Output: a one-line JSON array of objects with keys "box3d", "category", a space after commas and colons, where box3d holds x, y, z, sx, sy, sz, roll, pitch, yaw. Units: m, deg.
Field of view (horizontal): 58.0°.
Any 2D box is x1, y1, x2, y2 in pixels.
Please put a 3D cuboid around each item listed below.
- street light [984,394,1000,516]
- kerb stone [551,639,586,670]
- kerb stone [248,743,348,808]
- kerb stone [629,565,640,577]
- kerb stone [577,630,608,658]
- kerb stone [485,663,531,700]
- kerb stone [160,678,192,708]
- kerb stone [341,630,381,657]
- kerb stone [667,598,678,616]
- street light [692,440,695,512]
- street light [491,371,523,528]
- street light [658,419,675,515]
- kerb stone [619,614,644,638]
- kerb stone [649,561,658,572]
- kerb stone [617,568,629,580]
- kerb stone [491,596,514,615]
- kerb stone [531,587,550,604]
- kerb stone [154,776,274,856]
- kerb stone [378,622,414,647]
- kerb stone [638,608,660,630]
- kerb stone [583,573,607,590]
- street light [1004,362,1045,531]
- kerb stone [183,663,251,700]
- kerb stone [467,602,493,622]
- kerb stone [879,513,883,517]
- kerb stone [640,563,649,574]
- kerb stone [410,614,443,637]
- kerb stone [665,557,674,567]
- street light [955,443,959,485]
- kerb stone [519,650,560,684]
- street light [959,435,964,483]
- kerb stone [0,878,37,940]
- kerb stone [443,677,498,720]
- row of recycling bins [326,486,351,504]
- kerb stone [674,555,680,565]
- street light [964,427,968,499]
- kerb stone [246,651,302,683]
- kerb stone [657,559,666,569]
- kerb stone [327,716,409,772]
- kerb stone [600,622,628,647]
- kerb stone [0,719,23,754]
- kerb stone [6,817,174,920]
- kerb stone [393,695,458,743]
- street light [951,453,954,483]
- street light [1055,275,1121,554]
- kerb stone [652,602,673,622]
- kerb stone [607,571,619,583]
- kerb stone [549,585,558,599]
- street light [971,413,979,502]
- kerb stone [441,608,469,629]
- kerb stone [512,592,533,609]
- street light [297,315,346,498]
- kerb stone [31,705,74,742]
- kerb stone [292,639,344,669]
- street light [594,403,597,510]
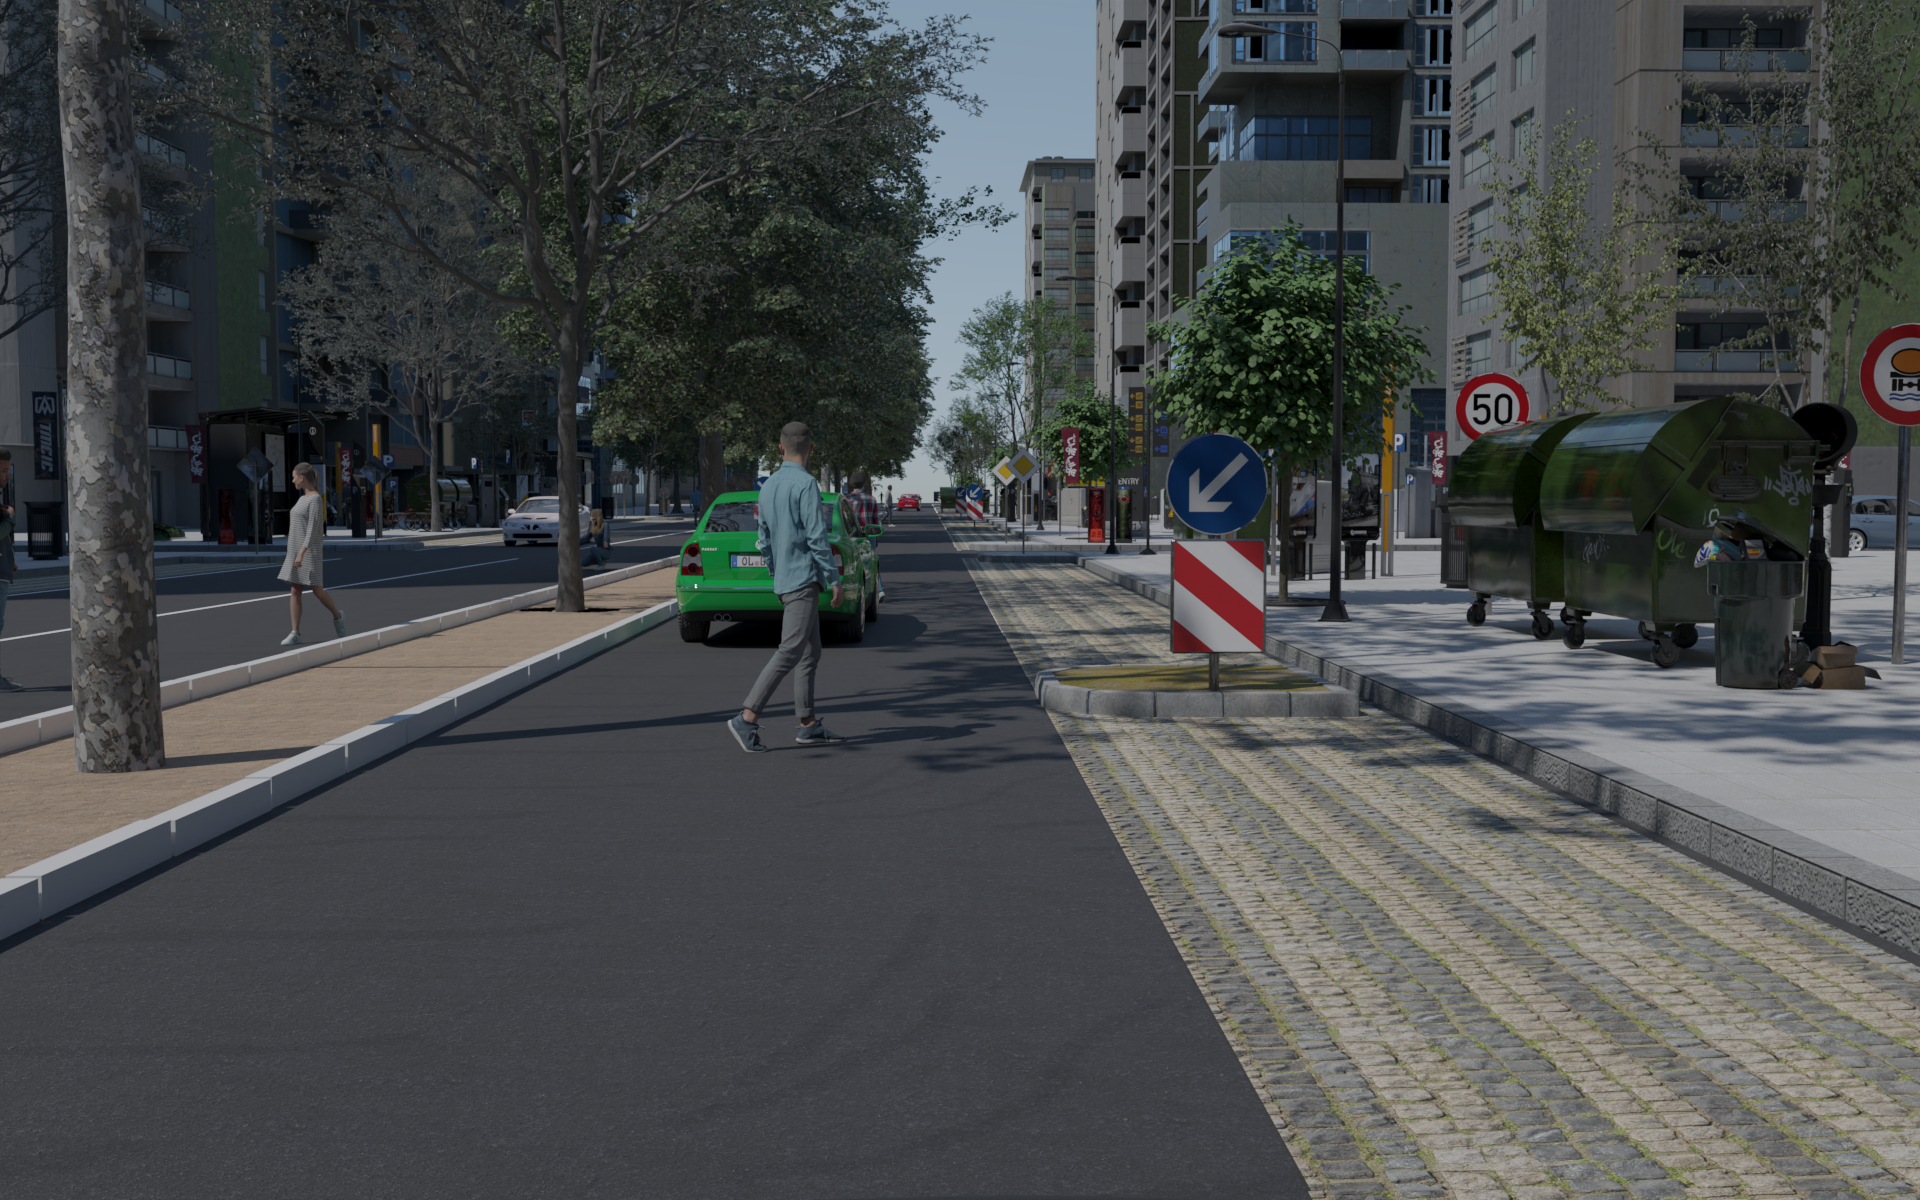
[{"box3d": [1.962, -6.598, 80.414, 1.470, 5.913, 1.316, 0, 4, -1], "category": "street light"}, {"box3d": [-3.315, 0.469, 14.530, 0.120, 0.150, 1.000, 0, 4, -1], "category": "kerb stone"}, {"box3d": [-3.201, 0.849, 8.379, 0.120, 0.150, 1.000, 0, 4, -1], "category": "kerb stone"}, {"box3d": [-5.713, -0.470, 29.901, 0.120, 0.150, 1.000, 0, 4, -1], "category": "kerb stone"}, {"box3d": [-3.341, 0.406, 15.552, 0.120, 0.150, 1.000, 0, 4, -1], "category": "kerb stone"}, {"box3d": [-3.284, 0.595, 12.476, 0.120, 0.150, 1.000, 0, 4, -1], "category": "kerb stone"}, {"box3d": [-5.368, 0.657, 11.450, 0.120, 0.150, 1.000, 0, 4, -1], "category": "kerb stone"}, {"box3d": [-5.443, 0.407, 15.549, 0.120, 0.150, 1.000, 0, 4, -1], "category": "kerb stone"}, {"box3d": [-3.438, 0.093, 20.680, 0.120, 0.150, 1.000, 0, 4, -1], "category": "kerb stone"}, {"box3d": [-18.068, -9.090, 121.168, 1.470, 5.913, 1.316, 0, 4, -1], "category": "street light"}, {"box3d": [-16.945, -5.656, 65.015, 1.470, 5.913, 1.316, 0, 4, -1], "category": "street light"}, {"box3d": [-17.765, -8.151, 105.802, 1.470, 5.913, 1.316, 0, 4, -1], "category": "street light"}, {"box3d": [-3.377, 0.281, 17.602, 0.120, 0.150, 1.000, 0, 4, -1], "category": "kerb stone"}, {"box3d": [-5.759, -0.597, 31.950, 0.120, 0.150, 1.000, 0, 4, -1], "category": "kerb stone"}, {"box3d": [-5.702, -0.407, 28.874, 0.120, 0.150, 1.000, 0, 4, -1], "category": "kerb stone"}, {"box3d": [-5.538, 0.093, 20.677, 0.120, 0.150, 1.000, 0, 4, -1], "category": "kerb stone"}, {"box3d": [-5.580, -0.032, 22.724, 0.120, 0.150, 1.000, 0, 4, -1], "category": "kerb stone"}, {"box3d": [-3.172, 0.915, 7.347, 0.120, 0.150, 1.000, 0, 4, -1], "category": "kerb stone"}, {"box3d": [-5.457, 0.344, 16.577, 0.120, 0.150, 1.000, 0, 4, -1], "category": "kerb stone"}, {"box3d": [-3.395, 0.219, 18.627, 0.120, 0.150, 1.000, 0, 4, -1], "category": "kerb stone"}, {"box3d": [-5.661, -0.283, 26.828, 0.120, 0.150, 1.000, 0, 4, -1], "category": "kerb stone"}, {"box3d": [2.296, -5.405, 60.907, 1.470, 5.913, 1.316, 0, 4, -1], "category": "street light"}, {"box3d": [-5.381, 0.594, 12.479, 0.120, 0.150, 1.000, 0, 4, -1], "category": "kerb stone"}, {"box3d": [-5.515, 0.155, 19.654, 0.120, 0.150, 1.000, 0, 4, -1], "category": "kerb stone"}, {"box3d": [-5.347, -5.897, 118.615, 0.120, 0.150, 1.000, 0, 4, -1], "category": "kerb stone"}, {"box3d": [-5.740, -0.534, 30.923, 0.120, 0.150, 1.000, 0, 4, -1], "category": "kerb stone"}, {"box3d": [-5.484, 0.282, 17.599, 0.120, 0.150, 1.000, 0, 4, -1], "category": "kerb stone"}, {"box3d": [-5.807, -0.722, 34.000, 0.120, 0.150, 1.000, 0, 4, -1], "category": "kerb stone"}, {"box3d": [0.490, -11.275, 156.881, 1.470, 5.913, 1.316, 0, 4, -1], "category": "street light"}, {"box3d": [-3.303, 0.532, 13.508, 0.120, 0.150, 1.000, 0, 4, -1], "category": "kerb stone"}, {"box3d": [0.892, -10.016, 136.309, 1.470, 5.913, 1.316, 0, 4, -1], "category": "street light"}, {"box3d": [-3.136, 1.037, 5.302, 0.120, 0.150, 1.000, 0, 4, -1], "category": "kerb stone"}, {"box3d": [-3.255, 0.657, 11.454, 0.120, 0.150, 1.000, 0, 4, -1], "category": "kerb stone"}, {"box3d": [-28.287, -4.184, 75.526, 3.534, 1.692, 1.069, -1, 4, -15], "category": "row of recycling bins"}, {"box3d": [-5.814, -0.785, 35.023, 0.120, 0.150, 1.000, 0, 4, -1], "category": "kerb stone"}, {"box3d": [1.186, -8.984, 119.425, 1.470, 5.913, 1.316, 0, 4, -1], "category": "street light"}, {"box3d": [-5.396, 0.535, 13.503, 0.120, 0.150, 1.000, 0, 4, -1], "category": "kerb stone"}, {"box3d": [-5.775, -0.655, 32.972, 0.120, 0.150, 1.000, 0, 4, -1], "category": "kerb stone"}, {"box3d": [-3.218, 0.782, 9.406, 0.120, 0.150, 1.000, 0, 4, -1], "category": "kerb stone"}, {"box3d": [-3.351, 0.344, 16.574, 0.120, 0.150, 1.000, 0, 4, -1], "category": "kerb stone"}, {"box3d": [-5.316, 0.784, 9.403, 0.120, 0.150, 1.000, 0, 4, -1], "category": "kerb stone"}, {"box3d": [-3.158, 0.971, 6.325, 0.120, 0.150, 1.000, 0, 4, -1], "category": "kerb stone"}, {"box3d": [-3.238, 0.722, 10.430, 0.120, 0.150, 1.000, 0, 4, -1], "category": "kerb stone"}, {"box3d": [0.038, -12.496, 176.843, 1.470, 5.913, 1.316, 0, 4, -1], "category": "street light"}, {"box3d": [2.717, -3.935, 36.884, 1.470, 5.913, 1.316, 0, 4, -1], "category": "street light"}, {"box3d": [-3.424, 0.156, 19.649, 0.120, 0.150, 1.000, 0, 4, -1], "category": "kerb stone"}, {"box3d": [-5.678, -0.344, 27.851, 0.120, 0.150, 1.000, 0, 4, -1], "category": "kerb stone"}, {"box3d": [-5.597, -0.095, 23.746, 0.120, 0.150, 1.000, 0, 4, -1], "category": "kerb stone"}, {"box3d": [1.490, -7.791, 99.918, 1.470, 5.913, 1.316, 0, 4, -1], "category": "street light"}, {"box3d": [-5.500, 0.218, 18.624, 0.120, 0.150, 1.000, 0, 4, -1], "category": "kerb stone"}, {"box3d": [-5.558, 0.030, 21.699, 0.120, 0.150, 1.000, 0, 4, -1], "category": "kerb stone"}, {"box3d": [-16.599, -4.433, 45.018, 1.470, 5.913, 1.316, 0, 4, -1], "category": "street light"}, {"box3d": [-5.337, 0.722, 10.425, 0.120, 0.150, 1.000, 0, 4, -1], "category": "kerb stone"}, {"box3d": [-5.421, 0.469, 14.525, 0.120, 0.150, 1.000, 0, 4, -1], "category": "kerb stone"}, {"box3d": [-17.455, -6.899, 85.342, 1.470, 5.913, 1.316, 0, 4, -1], "category": "street light"}]
